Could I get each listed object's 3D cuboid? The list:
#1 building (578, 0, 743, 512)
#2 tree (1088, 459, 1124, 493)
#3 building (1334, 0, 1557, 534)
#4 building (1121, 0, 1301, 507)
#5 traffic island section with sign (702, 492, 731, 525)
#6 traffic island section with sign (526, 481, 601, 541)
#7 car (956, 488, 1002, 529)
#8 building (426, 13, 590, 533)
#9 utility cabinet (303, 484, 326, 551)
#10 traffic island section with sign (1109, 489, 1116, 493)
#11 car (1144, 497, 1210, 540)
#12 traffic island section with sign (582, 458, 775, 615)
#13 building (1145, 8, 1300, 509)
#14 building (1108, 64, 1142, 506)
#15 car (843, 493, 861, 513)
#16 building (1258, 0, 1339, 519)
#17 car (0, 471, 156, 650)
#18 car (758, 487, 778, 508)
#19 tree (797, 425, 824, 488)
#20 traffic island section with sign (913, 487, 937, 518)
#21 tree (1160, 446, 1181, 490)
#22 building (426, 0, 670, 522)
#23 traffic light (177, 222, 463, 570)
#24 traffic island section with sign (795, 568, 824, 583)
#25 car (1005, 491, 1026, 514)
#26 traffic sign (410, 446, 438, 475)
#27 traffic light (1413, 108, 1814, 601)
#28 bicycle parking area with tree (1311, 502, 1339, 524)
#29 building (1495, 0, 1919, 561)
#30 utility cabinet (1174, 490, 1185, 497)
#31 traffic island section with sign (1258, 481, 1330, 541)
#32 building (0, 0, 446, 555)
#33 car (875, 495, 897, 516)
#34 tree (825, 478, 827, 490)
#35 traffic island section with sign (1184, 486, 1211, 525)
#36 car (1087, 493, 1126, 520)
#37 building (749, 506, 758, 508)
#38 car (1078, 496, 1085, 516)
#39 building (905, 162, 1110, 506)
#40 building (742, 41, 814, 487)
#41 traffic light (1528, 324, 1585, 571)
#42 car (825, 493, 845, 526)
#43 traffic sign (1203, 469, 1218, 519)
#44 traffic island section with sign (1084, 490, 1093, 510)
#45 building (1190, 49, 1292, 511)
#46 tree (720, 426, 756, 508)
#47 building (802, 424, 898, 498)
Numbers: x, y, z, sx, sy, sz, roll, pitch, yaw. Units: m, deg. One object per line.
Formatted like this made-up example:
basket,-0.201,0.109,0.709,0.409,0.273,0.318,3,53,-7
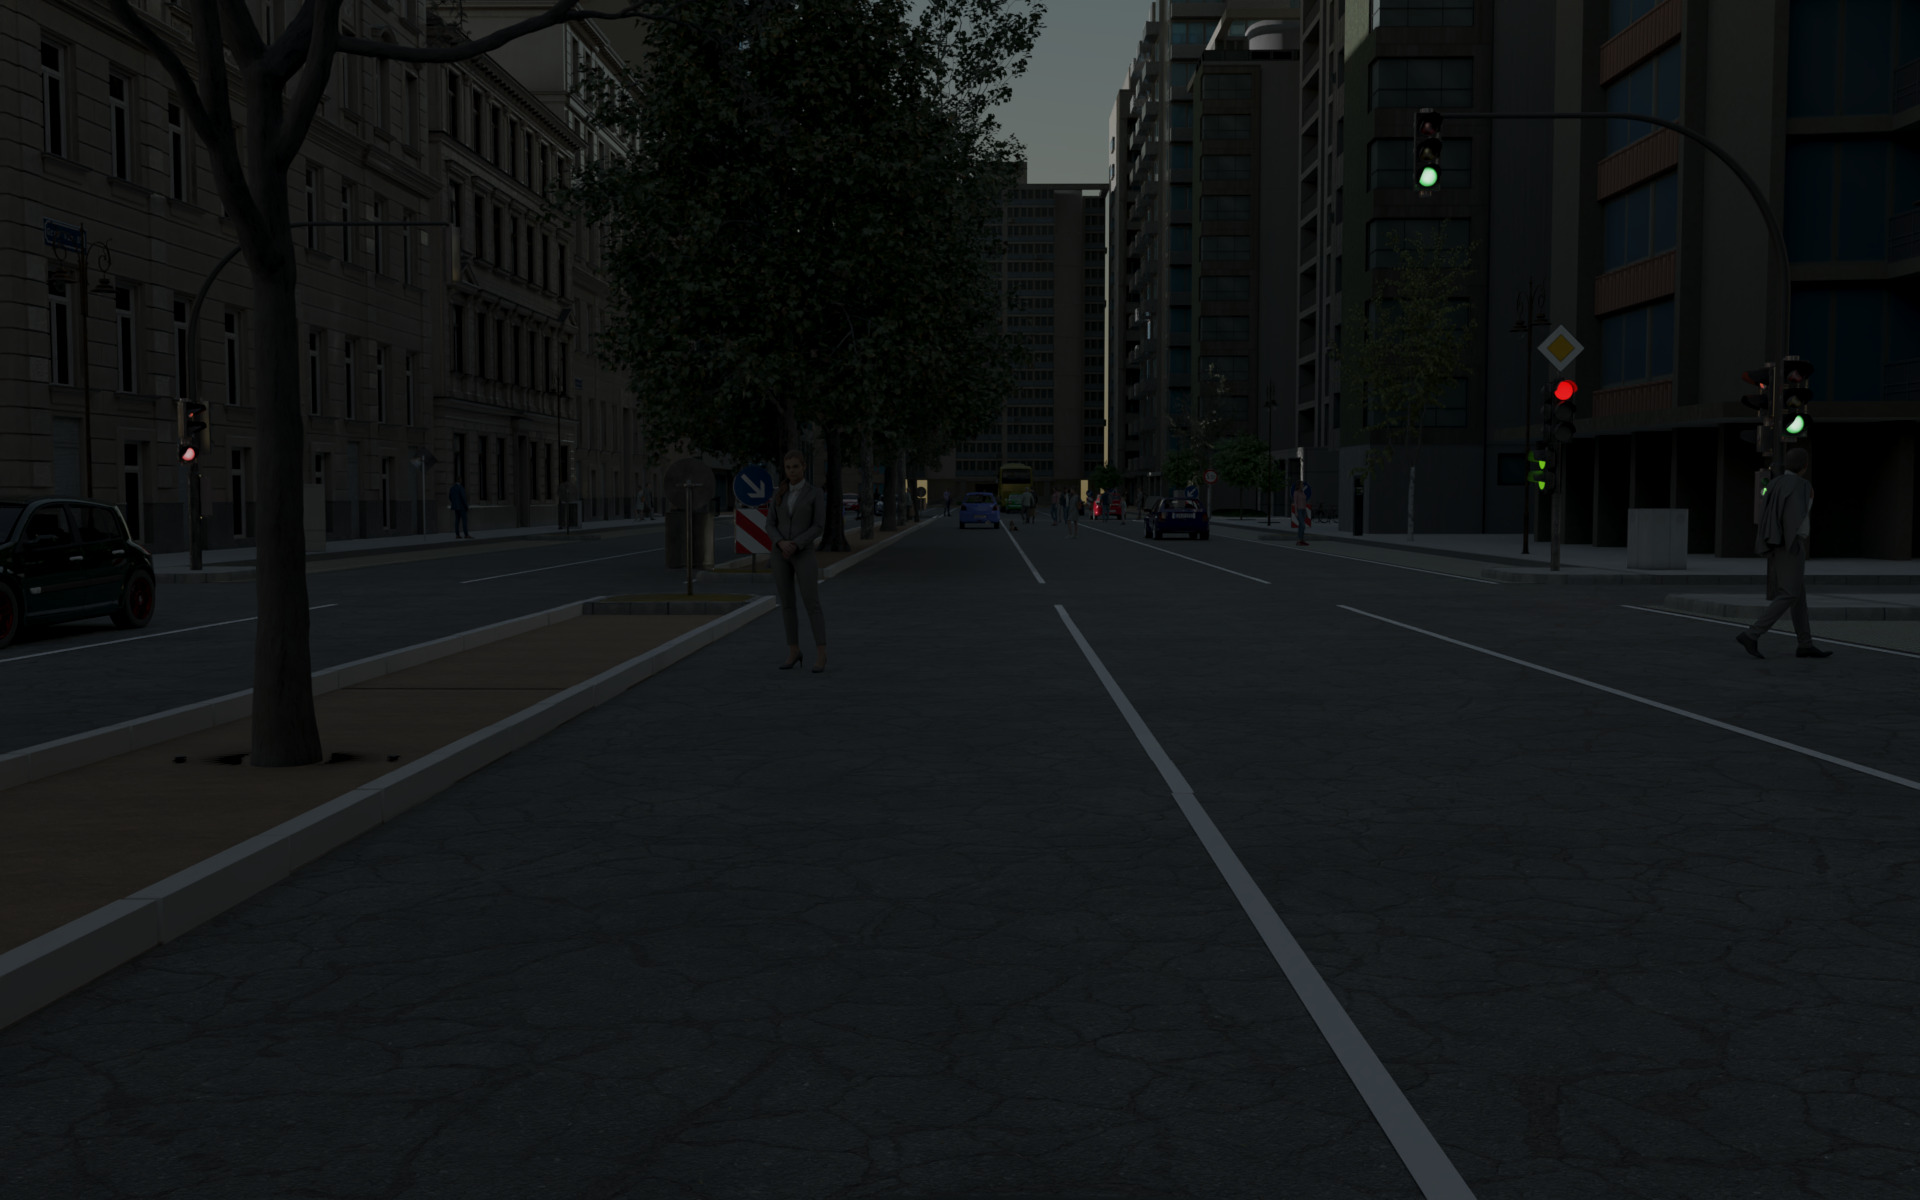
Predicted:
building,-26.671,-30.045,114.935,21.300,48.544,21.600,0,4,1
tree,13.903,-11.083,164.924,4.285,4.588,4.351,0,3,0
building,20.252,-17.727,61.539,14.160,30.474,14.107,0,4,1
building,27.630,-33.174,161.997,23.786,49.044,30.456,0,4,1
traffic island section with sign,-11.881,-4.468,81.683,1.989,1.847,2.006,0,4,1
traffic island section with sign,-12.254,-2.762,53.789,1.989,1.847,2.006,0,4,1
car,0.814,-3.854,72.598,1.945,1.707,3.694,0,4,0
building,-21.329,-12.279,65.391,10.561,19.102,19.286,0,4,1
utility cabinet,-14.654,-1.808,38.233,1.173,1.500,0.318,-2,4,-30
traffic island section with sign,11.271,-7.462,130.638,1.989,1.847,2.006,0,4,1
car,6.876,-2.605,55.172,1.945,1.354,3.894,0,4,0
traffic island section with sign,-3.436,-0.806,21.318,2.006,1.907,1.989,0,4,1
building,31.347,-27.105,135.043,32.217,40.220,23.993,0,4,1
building,27.885,-35.190,199.064,21.600,48.544,21.300,0,4,1
car,-8.407,-7.527,132.099,2.155,1.783,4.494,0,4,1
building,28.065,-39.988,92.062,20.563,71.187,20.611,0,4,1
car,-9.612,-0.447,17.102,2.009,1.686,4.222,0,4,2
car,-9.400,-5.048,91.211,2.281,1.827,5.304,0,4,1
tree,-13.345,-11.796,143.233,4.360,8.622,3.978,0,3,0
traffic island section with sign,-2.367,-5.854,103.857,2.006,1.907,1.989,0,4,1
tree,14.043,-7.593,107.858,4.285,4.588,4.351,0,3,0
building,-22.549,-17.740,87.311,12.463,27.353,25.104,0,4,1
traffic light,-10.759,-3.327,29.064,4.771,5.953,1.251,0,4,1
traffic island section with sign,-3.331,-1.259,28.724,2.006,1.907,1.989,0,4,1
car,4.272,-7.267,127.611,1.959,1.807,4.718,0,4,0
traffic sign,-14.603,-2.901,47.157,0.795,2.593,0.064,0,4,6
traffic light,7.711,-2.814,20.680,4.771,5.953,1.251,0,4,1
bicycle parking area with tree,19.345,-5.484,76.672,8.231,4.147,9.016,-2,4,-31
building,28.743,-23.660,41.464,28.867,44.769,22.147,0,4,1
utility cabinet,12.679,-5.559,99.574,0.318,1.500,1.173,2,4,35
traffic island section with sign,10.280,-2.744,53.488,1.989,1.847,2.006,0,4,1
building,-22.634,-15.030,43.002,12.463,27.353,25.104,0,4,1
car,-4.562,-6.199,113.356,2.014,1.417,4.499,0,4,1
tree,-13.415,-11.121,176.436,1.663,3.219,1.824,0,3,0
traffic island section with sign,10.624,-4.427,81.017,1.989,1.847,2.006,0,4,1
car,8.212,-5.349,96.502,2.155,1.783,4.494,0,4,0
building,-32.311,-27.287,138.018,32.217,40.220,23.993,0,4,1
car,7.487,-6.379,116.881,1.945,1.354,3.894,0,4,2
building,5.162,-31.392,205.143,23.993,40.220,32.217,0,4,1
building,-30.766,-52.192,166.018,31.000,86.520,22.319,0,4,1
traffic light,9.908,-2.438,28.779,0.839,4.253,0.868,0,4,1
car,-5.947,-3.996,74.927,1.945,1.707,3.694,0,4,2
traffic sign,12.762,-5.388,88.206,0.768,2.556,0.104,0,4,8
traffic island section with sign,11.632,-9.111,157.591,1.989,1.847,2.006,0,4,1
building,22.364,-21.085,116.440,14.160,30.474,14.107,0,4,1
tree,-13.664,-9.617,107.607,4.360,8.622,3.978,0,3,0
building,-21.514,-21.941,203.768,28.899,21.520,27.650,0,4,1
